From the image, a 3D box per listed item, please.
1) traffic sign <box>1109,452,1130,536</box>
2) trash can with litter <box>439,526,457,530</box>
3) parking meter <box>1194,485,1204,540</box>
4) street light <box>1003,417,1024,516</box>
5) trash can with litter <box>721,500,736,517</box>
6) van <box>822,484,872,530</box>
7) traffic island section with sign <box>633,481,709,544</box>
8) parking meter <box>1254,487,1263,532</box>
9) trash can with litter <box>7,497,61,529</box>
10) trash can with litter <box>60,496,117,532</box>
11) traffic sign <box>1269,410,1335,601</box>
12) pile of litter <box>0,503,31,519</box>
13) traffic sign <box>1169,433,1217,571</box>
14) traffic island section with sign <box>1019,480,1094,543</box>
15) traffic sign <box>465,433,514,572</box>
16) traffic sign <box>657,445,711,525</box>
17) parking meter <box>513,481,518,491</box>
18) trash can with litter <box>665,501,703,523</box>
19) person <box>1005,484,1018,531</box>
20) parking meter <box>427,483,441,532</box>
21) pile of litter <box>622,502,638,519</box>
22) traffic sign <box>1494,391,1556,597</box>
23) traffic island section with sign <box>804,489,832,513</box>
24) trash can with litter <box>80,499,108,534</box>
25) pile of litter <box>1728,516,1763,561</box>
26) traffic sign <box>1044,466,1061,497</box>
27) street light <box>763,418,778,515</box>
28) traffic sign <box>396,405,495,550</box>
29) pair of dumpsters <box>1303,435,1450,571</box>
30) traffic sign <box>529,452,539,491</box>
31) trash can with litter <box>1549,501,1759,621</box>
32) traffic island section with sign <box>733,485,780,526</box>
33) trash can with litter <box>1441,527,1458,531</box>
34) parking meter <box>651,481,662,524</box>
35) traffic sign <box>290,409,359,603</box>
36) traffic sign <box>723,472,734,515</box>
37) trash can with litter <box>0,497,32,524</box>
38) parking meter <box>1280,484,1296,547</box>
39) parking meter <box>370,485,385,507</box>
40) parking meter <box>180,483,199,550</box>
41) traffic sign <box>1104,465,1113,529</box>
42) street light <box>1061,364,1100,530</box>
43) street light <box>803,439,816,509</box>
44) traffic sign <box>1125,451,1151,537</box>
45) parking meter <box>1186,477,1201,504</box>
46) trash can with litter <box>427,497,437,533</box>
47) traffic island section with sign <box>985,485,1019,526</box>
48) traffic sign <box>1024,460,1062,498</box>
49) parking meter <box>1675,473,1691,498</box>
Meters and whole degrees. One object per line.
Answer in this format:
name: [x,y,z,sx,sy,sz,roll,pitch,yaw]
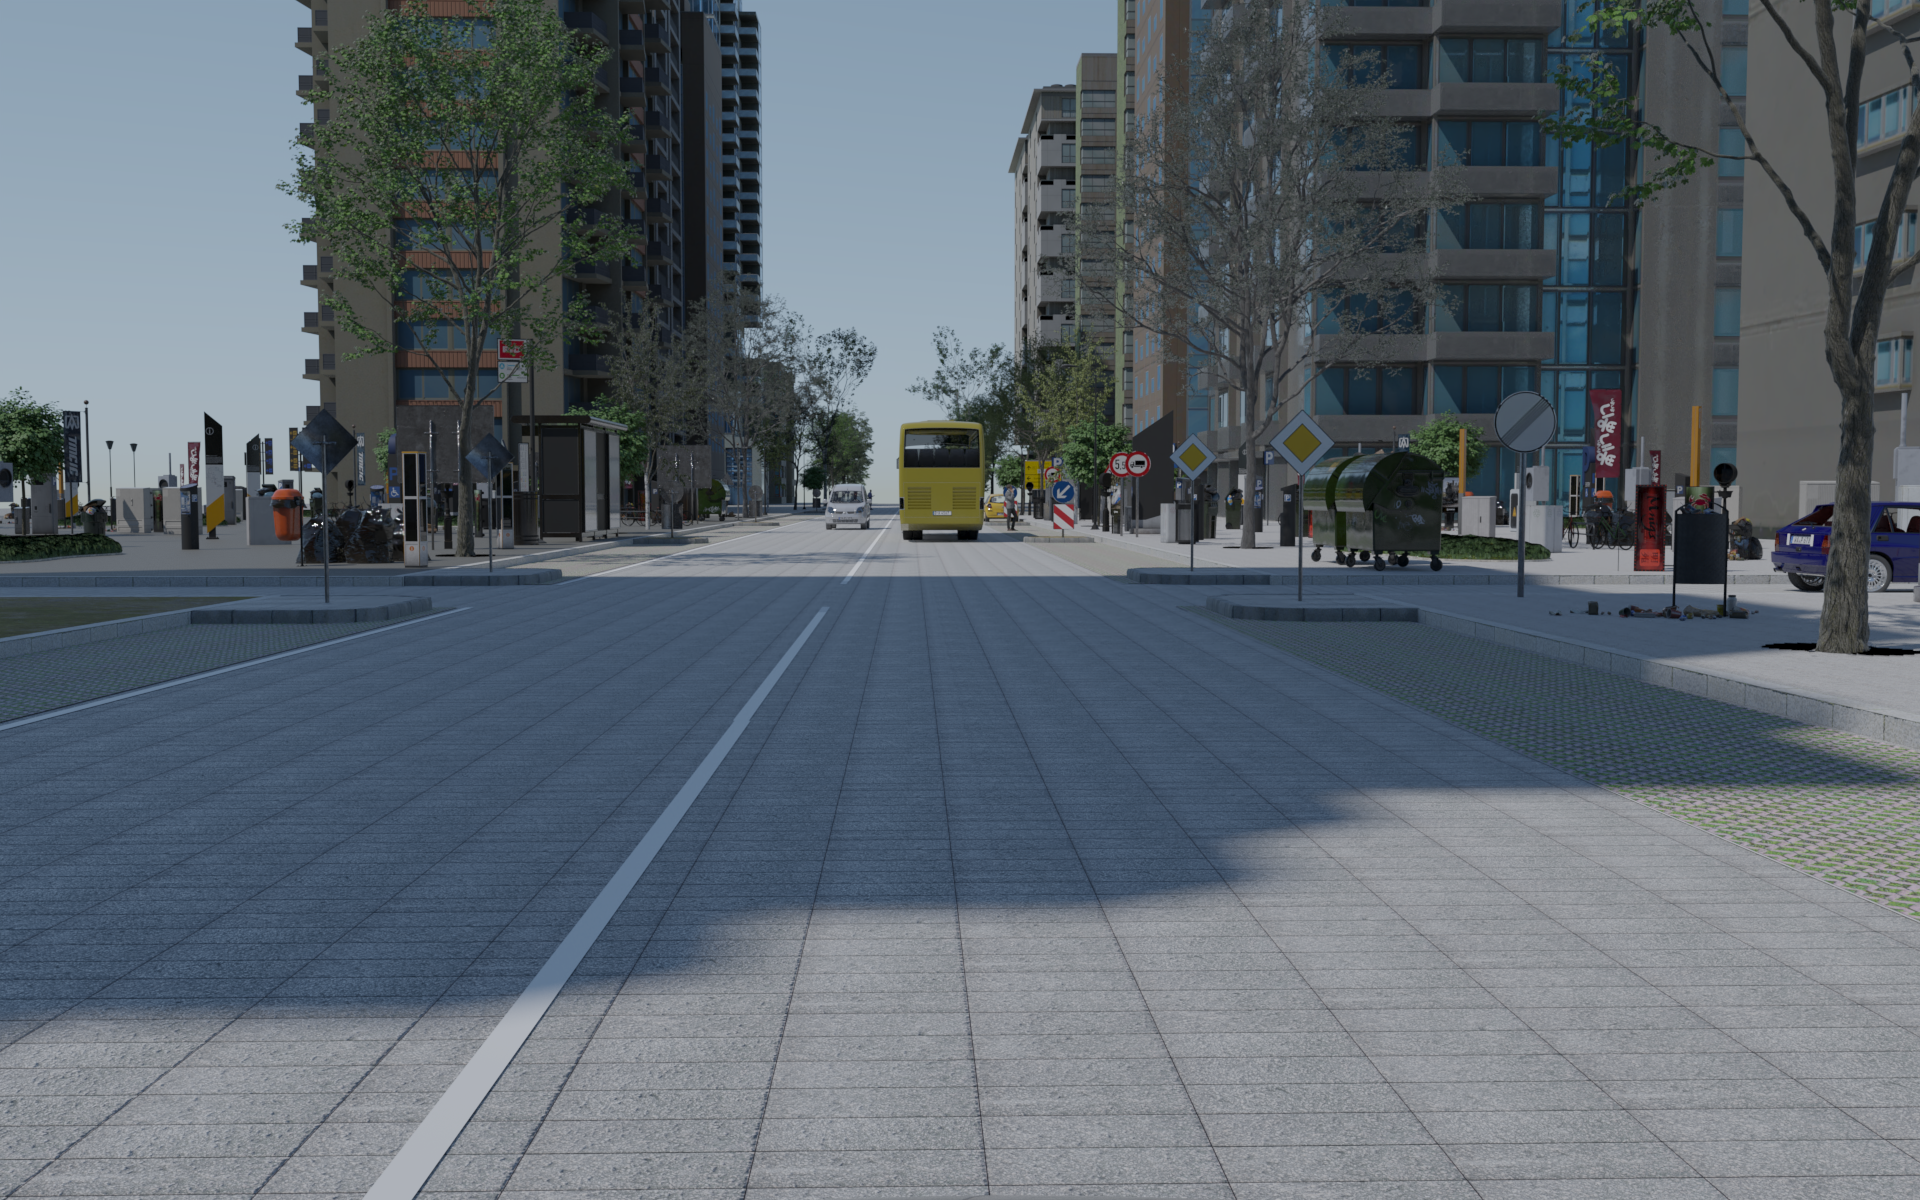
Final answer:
traffic sign: [4.912,-3.210,52.589,0.768,2.556,0.104,0,4,7]
trash can with litter: [-18.973,-3.076,61.348,2.233,1.210,1.678,-1,4,-15]
parking meter: [6.597,-2.431,48.154,0.372,1.533,0.369,0,3,0]
street light: [3.148,-8.009,103.480,1.470,5.913,1.316,0,4,-2]
trash can with litter: [-12.952,-5.167,95.871,1.055,1.170,0.624,-3,4,-36]
van: [-4.573,-3.901,70.790,2.013,2.044,4.112,0,4,0]
traffic island section with sign: [-8.334,-2.540,50.149,1.989,1.847,2.006,0,4,-2]
parking meter: [9.962,-3.033,57.995,0.372,1.533,0.369,0,3,0]
trash can with litter: [-33.818,-3.268,64.495,2.233,1.210,1.678,1,4,12]
trash can with litter: [-29.313,-2.960,59.453,1.678,1.210,2.233,0,4,6]
traffic sign: [4.071,-1.043,20.692,0.795,2.450,0.064,0,4,-2]
pile of litter: [-48.730,-4.607,89.295,1.719,0.858,1.176,0,4,-8]
traffic sign: [3.845,-1.531,28.674,0.795,2.450,0.064,0,4,-2]
traffic island section with sign: [2.896,-2.617,51.422,1.989,1.847,2.006,0,4,-2]
traffic sign: [-7.695,-1.512,28.369,0.795,2.450,0.064,0,4,-2]
traffic sign: [-11.430,-4.765,71.781,2.265,3.308,0.079,0,4,3]
parking meter: [-20.055,-4.416,77.917,0.399,1.863,0.255,-2,4,-32]
trash can with litter: [-12.558,-4.033,76.994,2.233,1.210,1.678,1,4,17]
person: [1.990,-3.561,66.898,0.473,1.802,0.592,3,5,40]
parking meter: [-18.014,-3.264,59.082,0.255,1.863,0.399,0,4,8]
pile of litter: [-16.900,-4.532,88.056,1.719,0.858,1.176,-1,4,-14]
traffic sign: [6.979,-1.308,21.484,0.768,2.556,0.104,0,4,1]
traffic island section with sign: [-10.564,-7.329,128.450,1.989,1.847,2.006,0,4,-2]
trash can with litter: [-21.128,-1.863,41.853,1.055,1.170,0.624,2,4,23]
pile of litter: [14.966,-1.213,33.796,1.719,0.858,1.176,-2,4,-26]
traffic sign: [4.251,-4.860,79.573,0.768,2.556,0.104,0,4,4]
street light: [-11.281,-8.096,104.907,1.470,5.913,1.316,0,4,-2]
traffic sign: [-11.768,-2.798,39.621,2.265,3.308,0.079,0,4,2]
pair of dumpsters: [7.325,-1.726,30.710,1.574,2.255,4.437,0,4,-1]
traffic sign: [-12.901,-3.221,52.761,0.768,2.556,0.104,0,4,1]
trash can with litter: [7.382,-0.442,18.293,2.233,1.210,1.678,1,4,13]
traffic island section with sign: [-9.129,-4.226,77.719,1.989,1.847,2.006,0,4,-2]
trash can with litter: [16.666,-3.031,60.618,1.678,1.210,2.233,-1,4,-18]
parking meter: [-13.222,-4.266,75.462,0.399,1.863,0.255,1,4,11]
traffic sign: [-7.469,-1.024,20.387,0.795,2.450,0.064,0,4,-2]
traffic sign: [-13.720,-6.233,101.917,0.884,2.594,0.081,0,4,6]
trash can with litter: [-41.085,-3.940,75.485,2.233,1.210,1.678,-2,4,-34]
parking meter: [8.003,-2.071,42.265,0.372,1.533,0.369,0,3,0]
parking meter: [-15.951,-2.387,47.437,0.372,1.533,0.369,0,3,0]
parking meter: [-17.791,-1.932,39.997,0.372,1.533,0.369,0,3,0]
traffic sign: [5.575,-3.876,63.376,0.884,2.594,0.081,0,4,1]
street light: [4.319,-5.479,62.121,1.470,5.913,1.316,0,4,-2]
street light: [-12.584,-10.600,145.849,1.470,5.913,1.316,0,4,-2]
traffic sign: [5.240,-3.123,51.173,0.768,2.556,0.104,0,4,-1]
parking meter: [7.331,-2.954,54.015,0.255,1.863,0.399,-1,4,-12]
trash can with litter: [-17.449,-2.796,57.103,0.624,1.170,1.055,-2,4,-28]
traffic island section with sign: [2.131,-4.278,78.578,1.989,1.847,2.006,0,4,-2]
traffic sign: [5.002,-6.753,104.283,2.265,3.308,0.079,0,4,1]
parking meter: [19.976,-2.578,47.865,0.255,1.863,0.399,-2,4,-29]
